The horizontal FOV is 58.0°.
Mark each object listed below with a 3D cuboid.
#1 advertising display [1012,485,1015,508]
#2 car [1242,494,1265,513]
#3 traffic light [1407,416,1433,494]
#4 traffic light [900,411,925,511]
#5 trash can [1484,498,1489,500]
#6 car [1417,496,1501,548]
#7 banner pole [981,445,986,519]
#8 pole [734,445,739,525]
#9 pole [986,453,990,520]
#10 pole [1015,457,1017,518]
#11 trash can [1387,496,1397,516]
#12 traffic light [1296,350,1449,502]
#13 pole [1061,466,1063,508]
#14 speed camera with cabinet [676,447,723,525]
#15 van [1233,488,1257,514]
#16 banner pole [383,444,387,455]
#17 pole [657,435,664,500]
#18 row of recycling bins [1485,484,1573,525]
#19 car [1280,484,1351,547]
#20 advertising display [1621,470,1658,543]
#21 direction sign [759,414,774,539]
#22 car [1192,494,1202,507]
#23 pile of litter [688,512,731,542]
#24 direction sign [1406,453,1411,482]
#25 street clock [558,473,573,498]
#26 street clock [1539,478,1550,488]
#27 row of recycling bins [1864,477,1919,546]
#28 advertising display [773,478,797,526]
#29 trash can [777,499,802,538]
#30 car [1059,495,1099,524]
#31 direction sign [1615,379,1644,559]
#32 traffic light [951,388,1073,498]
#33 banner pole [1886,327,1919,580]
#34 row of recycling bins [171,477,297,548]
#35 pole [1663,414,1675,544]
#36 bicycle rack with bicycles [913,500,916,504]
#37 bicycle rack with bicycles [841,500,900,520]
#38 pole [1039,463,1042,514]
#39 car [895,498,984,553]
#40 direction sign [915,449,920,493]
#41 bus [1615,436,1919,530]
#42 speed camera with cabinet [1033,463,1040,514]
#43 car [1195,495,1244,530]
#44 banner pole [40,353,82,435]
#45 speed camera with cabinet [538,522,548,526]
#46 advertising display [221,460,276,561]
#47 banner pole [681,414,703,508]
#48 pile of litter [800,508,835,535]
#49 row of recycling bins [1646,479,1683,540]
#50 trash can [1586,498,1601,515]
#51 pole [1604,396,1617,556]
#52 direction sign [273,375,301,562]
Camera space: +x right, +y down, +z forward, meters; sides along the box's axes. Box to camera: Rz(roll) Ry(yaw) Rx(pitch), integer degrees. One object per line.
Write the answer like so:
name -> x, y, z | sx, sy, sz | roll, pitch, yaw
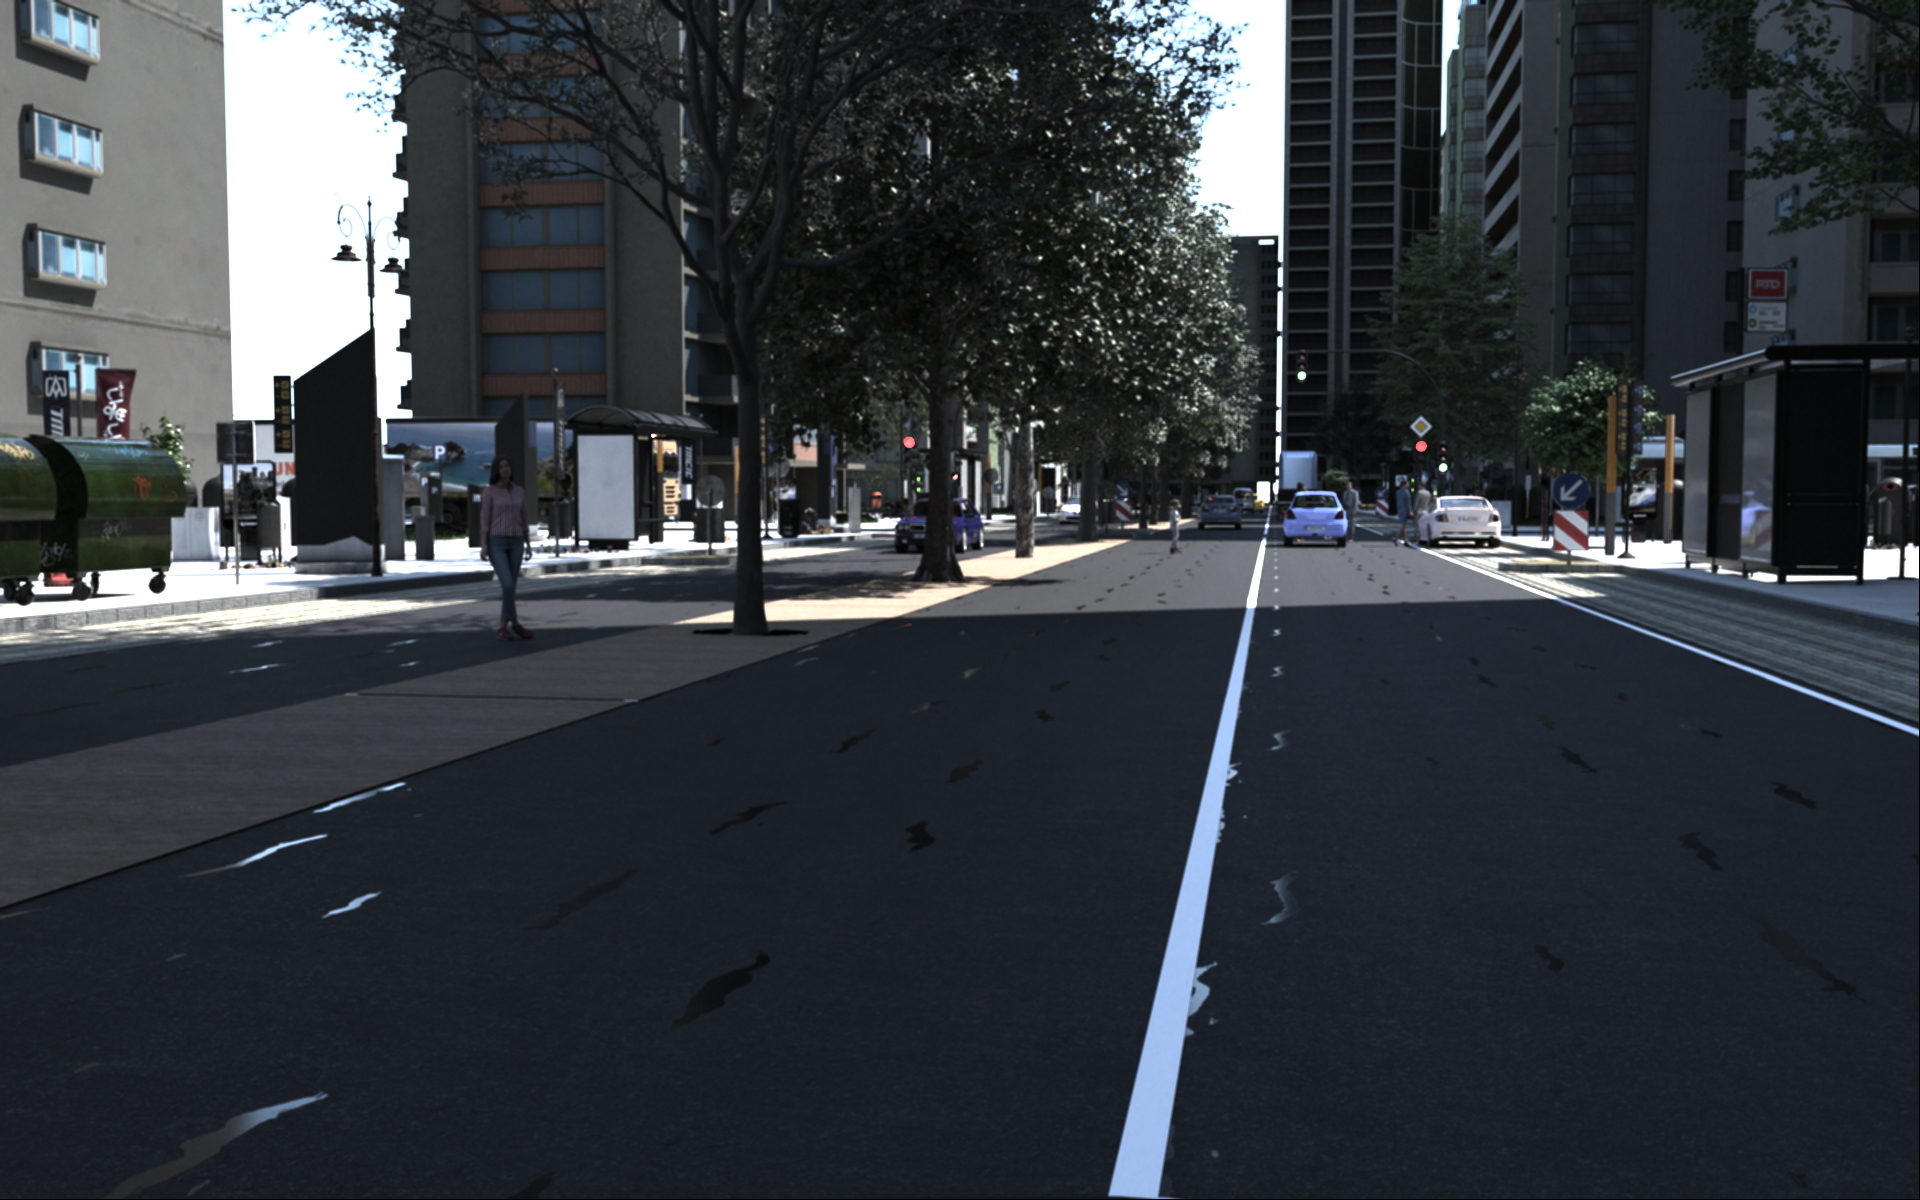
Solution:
advertising display -> 4.058, -7.218, 123.230 | 0.123, 1.923, 0.974 | -2, 4, -33
car -> 21.978, -7.347, 130.348 | 2.015, 1.641, 3.980 | 1, 4, 9
traffic light -> 16.469, -4.473, 62.052 | 0.839, 4.253, 0.868 | 1, 4, 10
traffic light -> -1.598, -4.175, 57.179 | 0.839, 4.253, 0.868 | 1, 4, 10
trash can -> 19.693, -3.309, 65.752 | 0.748, 1.137, 0.748 | 0, 3, 0
car -> 13.630, -2.144, 47.410 | 2.083, 1.381, 4.827 | 1, 4, 9
banner pole -> 1.225, -6.078, 89.389 | 0.401, 3.779, 0.863 | 0, 4, 5
pole -> -9.363, -4.827, 72.758 | 0.158, 3.312, 0.155 | 0, 3, 0
pole -> 1.405, -5.658, 86.357 | 0.158, 3.312, 0.155 | 0, 3, 0
pole -> 3.005, -5.955, 91.210 | 0.158, 3.312, 0.155 | 0, 3, 0
trash can -> 25.455, -5.528, 102.039 | 0.748, 1.137, 0.748 | 0, 3, 0
traffic light -> 12.972, -4.878, 54.425 | 4.771, 5.953, 1.251 | 1, 4, 10
pole -> 7.328, -7.993, 124.525 | 0.158, 3.312, 0.155 | 0, 3, 0
speed camera with cabinet -> -10.975, -4.772, 72.362 | 2.038, 3.252, 0.660 | 1, 4, 12
van -> 20.550, -7.255, 125.636 | 2.013, 2.044, 4.112 | 1, 4, 10
banner pole -> -25.163, -5.248, 75.821 | 0.863, 3.779, 0.401 | 0, 4, 1
pole -> -10.179, -3.974, 58.817 | 0.158, 3.312, 0.155 | 0, 3, 0
row of recycling bins -> 23.641, -3.970, 72.023 | 3.534, 1.692, 1.069 | 2, 4, 27
car -> 9.874, -2.357, 48.131 | 1.945, 1.707, 3.694 | 1, 4, 12
advertising display -> 17.868, -2.468, 45.570 | 0.974, 1.923, 0.123 | -1, 4, -10
direction sign -> -5.521, -3.514, 49.455 | 0.379, 3.537, 0.876 | 1, 4, 20
car -> 24.359, -10.318, 178.483 | 2.009, 1.686, 4.222 | 1, 4, 9
pile of litter -> -6.748, -1.994, 46.568 | 1.176, 0.858, 1.719 | 0, 4, -4
direction sign -> 24.739, -6.337, 95.599 | 0.379, 3.537, 0.876 | 2, 4, 26
street clock -> -13.465, -3.340, 59.185 | 0.471, 2.002, 0.358 | 0, 4, 8
street clock -> 26.573, -4.541, 78.819 | 0.358, 2.002, 0.471 | -2, 4, -24
row of recycling bins -> 22.774, -2.216, 43.343 | 3.534, 1.692, 1.069 | 2, 4, 26
advertising display -> -6.932, -3.885, 68.736 | 0.974, 1.923, 0.123 | 1, 4, 12
trash can -> -4.989, -2.386, 50.660 | 0.748, 1.137, 0.748 | 0, 3, 0
car -> 5.884, -4.338, 83.283 | 2.083, 1.381, 4.827 | 1, 4, 10
direction sign -> 13.268, -2.592, 34.375 | 0.876, 3.537, 0.379 | -3, 4, -36
traffic light -> 1.898, -5.507, 64.699 | 4.771, 5.953, 1.251 | 1, 4, 10
banner pole -> 14.427, -2.198, 25.961 | 0.863, 3.779, 0.401 | 1, 4, 11
row of recycling bins -> -17.533, -2.149, 42.255 | 3.534, 1.692, 1.069 | -1, 4, -21
pole -> 18.184, -3.093, 44.409 | 0.158, 3.312, 0.155 | 0, 3, 0
bicycle rack with bicycles -> -2.813, -5.288, 99.849 | 2.852, 0.926, 2.925 | -2, 4, -26
bicycle rack with bicycles -> -4.522, -4.494, 86.866 | 2.925, 0.926, 2.852 | 0, 4, 1
pole -> 5.186, -7.235, 112.135 | 0.158, 3.312, 0.155 | 0, 3, 0
car -> -0.499, -1.880, 43.326 | 1.945, 1.354, 3.894 | 1, 4, 10
direction sign -> -2.191, -5.875, 88.053 | 0.379, 3.537, 0.876 | -1, 4, -22
bus -> 28.010, -3.690, 55.186 | 13.247, 3.499, 2.948 | 1, 4, 11
speed camera with cabinet -> 4.616, -7.085, 110.173 | 0.660, 3.252, 2.038 | 1, 4, 12
car -> 10.664, -3.615, 71.111 | 2.014, 1.417, 4.499 | 1, 4, 9
banner pole -> -15.908, -2.499, 30.874 | 0.863, 3.779, 0.401 | 0, 4, -3
speed camera with cabinet -> -15.692, -4.547, 68.675 | 2.038, 3.252, 0.660 | 1, 4, 13
advertising display -> -13.630, -1.713, 33.218 | 0.974, 1.923, 0.123 | -1, 4, -14
banner pole -> -8.363, -3.940, 54.435 | 0.863, 3.779, 0.401 | -1, 4, -18
pile of litter -> -4.479, -2.495, 54.761 | 1.176, 0.858, 1.719 | 2, 4, 35
row of recycling bins -> 20.150, -2.492, 47.852 | 1.069, 1.692, 3.534 | -2, 4, -34
trash can -> 25.770, -3.608, 70.649 | 0.748, 1.137, 0.748 | 0, 3, 0
pole -> 13.544, -2.579, 36.014 | 0.158, 3.312, 0.155 | 0, 3, 0
direction sign -> -12.600, -2.506, 32.969 | 0.876, 3.537, 0.379 | 0, 4, 1
